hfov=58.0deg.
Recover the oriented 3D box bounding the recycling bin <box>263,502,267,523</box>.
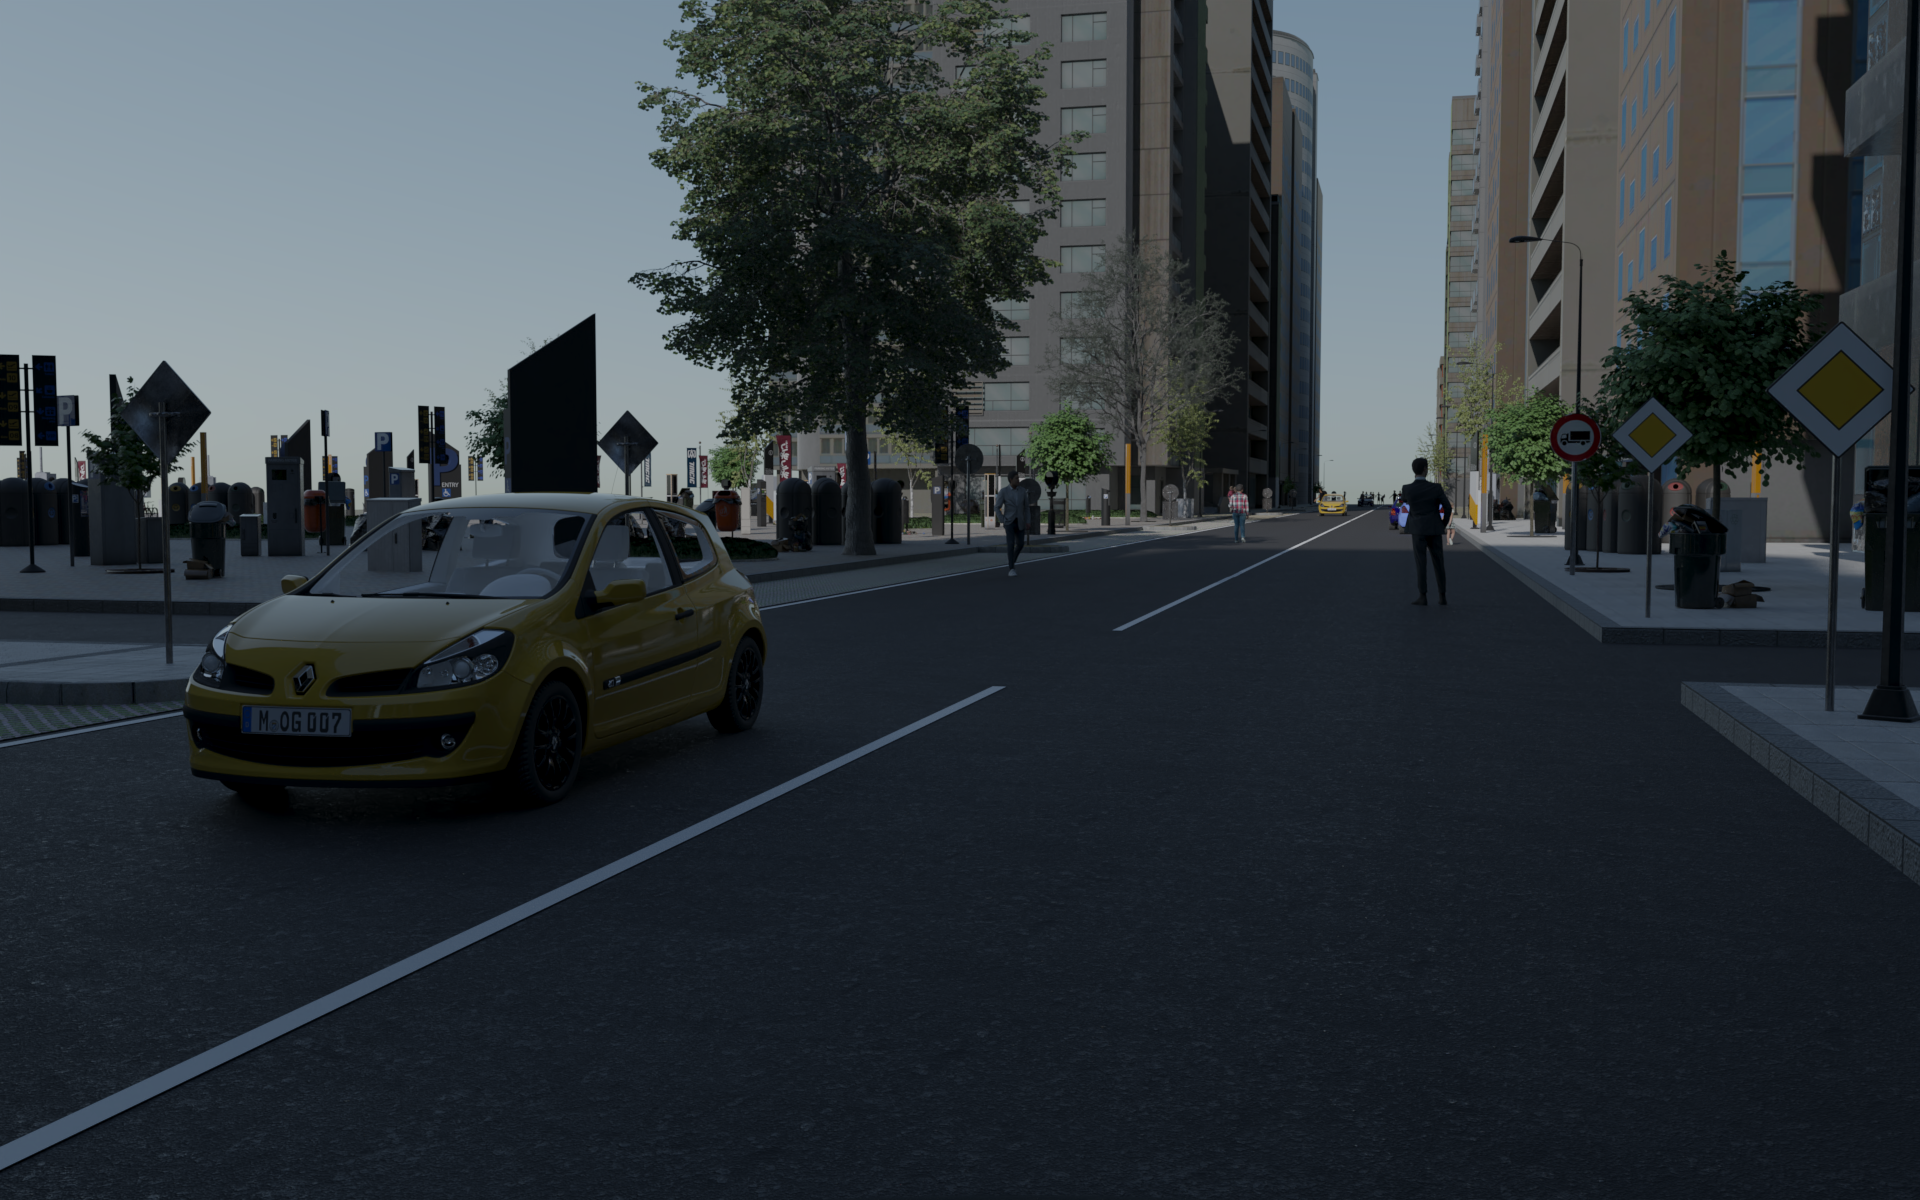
[{"bbox_3d":[-21.279,-2.548,54.218,0.722,1.027,0.722,2,4,30],"label":"recycling bin"}]

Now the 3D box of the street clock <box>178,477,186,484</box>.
[{"bbox_3d":[-33.468,-4.278,74.520,0.358,2.002,0.471,-1,4,-10],"label":"street clock"}]

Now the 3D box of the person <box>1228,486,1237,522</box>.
[{"bbox_3d":[13.715,-4.792,86.827,0.580,1.828,0.573,2,4,28],"label":"person"}]

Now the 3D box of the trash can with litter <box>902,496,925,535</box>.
[{"bbox_3d":[-1.955,-2.691,55.059,1.678,1.210,2.233,1,4,13],"label":"trash can with litter"}]

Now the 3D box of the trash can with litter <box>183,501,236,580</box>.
[{"bbox_3d":[-11.434,-0.914,26.335,0.624,1.170,1.055,-1,4,-12],"label":"trash can with litter"}]

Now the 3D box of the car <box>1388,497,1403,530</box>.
[{"bbox_3d":[18.409,-3.545,70.538,1.945,1.354,3.894,1,4,16],"label":"car"}]

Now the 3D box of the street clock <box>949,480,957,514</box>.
[{"bbox_3d":[-0.395,-5.261,90.594,0.471,2.002,0.358,-2,4,-31],"label":"street clock"}]

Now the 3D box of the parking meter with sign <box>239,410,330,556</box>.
[{"bbox_3d":[-13.968,-2.419,35.818,1.738,3.016,0.543,-1,4,-11],"label":"parking meter with sign"}]

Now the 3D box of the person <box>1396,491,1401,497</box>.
[{"bbox_3d":[50.871,-11.725,200.140,1.348,1.831,0.705,0,4,-4],"label":"person"}]

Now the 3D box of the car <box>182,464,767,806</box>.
[{"bbox_3d":[-2.403,0.055,9.320,2.015,1.641,3.980,1,4,13],"label":"car"}]

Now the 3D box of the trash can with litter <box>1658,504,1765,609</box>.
[{"bbox_3d":[8.487,-0.499,19.541,1.055,1.170,0.624,-1,4,-17],"label":"trash can with litter"}]

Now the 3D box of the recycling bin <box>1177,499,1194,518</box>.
[{"bbox_3d":[12.159,-4.954,93.544,0.722,1.027,0.722,-1,4,-19],"label":"recycling bin"}]

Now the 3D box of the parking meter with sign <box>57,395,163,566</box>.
[{"bbox_3d":[-15.321,-2.144,31.323,0.543,3.016,1.738,2,4,30],"label":"parking meter with sign"}]

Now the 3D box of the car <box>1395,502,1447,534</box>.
[{"bbox_3d":[16.818,-3.263,62.938,1.945,1.707,3.694,1,4,14],"label":"car"}]

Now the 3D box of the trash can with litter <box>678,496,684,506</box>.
[{"bbox_3d":[-13.170,-4.224,80.121,2.233,1.210,1.678,3,4,37],"label":"trash can with litter"}]

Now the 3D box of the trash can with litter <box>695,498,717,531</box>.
[{"bbox_3d":[-6.469,-1.961,43.443,0.624,1.170,1.055,2,4,35],"label":"trash can with litter"}]

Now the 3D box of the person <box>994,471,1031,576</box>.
[{"bbox_3d":[0.906,-1.353,30.475,0.661,1.843,0.795,-1,4,-20],"label":"person"}]

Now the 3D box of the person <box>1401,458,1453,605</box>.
[{"bbox_3d":[6.023,-0.891,22.437,0.648,1.900,0.474,0,4,3],"label":"person"}]

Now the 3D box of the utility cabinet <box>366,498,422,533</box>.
[{"bbox_3d":[-9.425,-1.081,28.839,1.020,1.237,0.306,2,4,30],"label":"utility cabinet"}]

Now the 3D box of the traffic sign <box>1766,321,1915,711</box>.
[{"bbox_3d":[5.138,-0.400,10.178,0.795,2.450,0.064,1,4,14],"label":"traffic sign"}]

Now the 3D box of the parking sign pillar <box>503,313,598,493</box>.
[{"bbox_3d":[-6.083,-2.280,25.750,1.447,3.967,1.447,-2,4,-28],"label":"parking sign pillar"}]

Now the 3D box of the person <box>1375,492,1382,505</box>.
[{"bbox_3d":[57.294,-13.918,236.845,1.217,1.735,0.721,3,4,36],"label":"person"}]

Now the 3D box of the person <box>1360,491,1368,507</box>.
[{"bbox_3d":[44.816,-11.197,192.104,0.750,1.759,0.617,-1,4,-15],"label":"person"}]

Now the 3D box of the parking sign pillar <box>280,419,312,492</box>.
[{"bbox_3d":[-23.771,-4.493,61.940,1.447,3.967,1.447,1,4,16],"label":"parking sign pillar"}]

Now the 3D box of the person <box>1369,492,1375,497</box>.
[{"bbox_3d":[51.674,-12.739,217.504,1.217,1.743,0.721,-2,4,-24],"label":"person"}]

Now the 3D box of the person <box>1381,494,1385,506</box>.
[{"bbox_3d":[51.600,-12.200,211.161,0.799,1.438,0.628,3,5,45],"label":"person"}]

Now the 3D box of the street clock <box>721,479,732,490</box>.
[{"bbox_3d":[-11.287,-4.841,83.713,0.471,2.002,0.358,-2,4,-35],"label":"street clock"}]

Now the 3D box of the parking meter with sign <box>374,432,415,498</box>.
[{"bbox_3d":[-15.872,-3.248,49.366,0.543,3.016,1.738,1,4,19],"label":"parking meter with sign"}]

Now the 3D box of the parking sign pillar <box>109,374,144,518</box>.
[{"bbox_3d":[-19.058,-3.129,39.634,1.447,3.967,1.447,-1,4,-15],"label":"parking sign pillar"}]

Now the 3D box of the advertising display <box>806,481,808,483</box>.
[{"bbox_3d":[-7.215,-4.948,86.117,0.974,1.923,0.123,0,4,2],"label":"advertising display"}]

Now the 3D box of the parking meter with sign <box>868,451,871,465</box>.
[{"bbox_3d":[-4.243,-4.606,71.577,0.543,3.016,1.738,-1,4,-23],"label":"parking meter with sign"}]

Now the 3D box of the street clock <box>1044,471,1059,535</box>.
[{"bbox_3d":[2.889,-3.061,54.620,0.358,2.002,0.471,-2,4,-33],"label":"street clock"}]

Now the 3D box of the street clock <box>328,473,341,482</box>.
[{"bbox_3d":[-21.074,-3.286,58.299,0.358,2.002,0.471,2,4,24],"label":"street clock"}]

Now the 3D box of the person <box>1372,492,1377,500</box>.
[{"bbox_3d":[58.301,-14.383,244.180,0.721,1.766,1.217,-3,5,-41],"label":"person"}]

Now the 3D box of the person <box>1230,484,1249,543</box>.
[{"bbox_3d":[8.206,-2.543,50.915,0.563,1.720,0.643,1,4,19],"label":"person"}]

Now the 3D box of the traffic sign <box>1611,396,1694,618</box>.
[{"bbox_3d":[7.135,-0.873,17.910,0.795,2.450,0.064,1,4,14],"label":"traffic sign"}]

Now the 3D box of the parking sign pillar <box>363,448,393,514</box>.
[{"bbox_3d":[-26.576,-5.547,79.160,1.447,3.967,1.447,3,4,37],"label":"parking sign pillar"}]

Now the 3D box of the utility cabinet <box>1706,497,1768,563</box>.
[{"bbox_3d":[14.512,-1.299,32.403,1.020,1.237,0.306,0,4,6],"label":"utility cabinet"}]

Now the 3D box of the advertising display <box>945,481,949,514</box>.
[{"bbox_3d":[-0.912,-4.718,82.347,0.123,1.923,0.974,3,5,43],"label":"advertising display"}]

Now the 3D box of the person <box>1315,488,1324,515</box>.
[{"bbox_3d":[24.474,-6.669,117.548,0.705,1.822,1.348,3,5,41],"label":"person"}]

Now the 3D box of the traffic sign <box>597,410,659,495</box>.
[{"bbox_3d":[-3.991,-1.049,20.793,0.795,2.450,0.064,1,4,14],"label":"traffic sign"}]

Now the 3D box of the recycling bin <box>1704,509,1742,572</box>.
[{"bbox_3d":[12.466,-0.994,28.800,0.722,1.027,0.722,-1,4,-21],"label":"recycling bin"}]

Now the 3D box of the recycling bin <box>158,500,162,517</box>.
[{"bbox_3d":[-35.797,-4.029,78.420,0.722,1.027,0.722,-3,5,-43],"label":"recycling bin"}]

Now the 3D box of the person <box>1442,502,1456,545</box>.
[{"bbox_3d":[13.739,-2.160,48.825,0.382,1.210,0.505,-3,4,-37],"label":"person"}]

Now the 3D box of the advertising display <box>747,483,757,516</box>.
[{"bbox_3d":[-12.016,-5.860,101.021,0.974,1.923,0.123,1,4,21],"label":"advertising display"}]

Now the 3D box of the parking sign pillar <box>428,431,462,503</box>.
[{"bbox_3d":[-21.683,-5.163,72.891,1.447,3.967,1.447,-2,4,-31],"label":"parking sign pillar"}]

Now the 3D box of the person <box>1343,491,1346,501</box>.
[{"bbox_3d":[41.106,-10.779,185.517,0.721,1.735,1.217,0,4,7],"label":"person"}]

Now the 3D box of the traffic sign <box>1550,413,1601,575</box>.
[{"bbox_3d":[9.689,-1.665,27.330,0.768,2.556,0.104,1,4,16],"label":"traffic sign"}]

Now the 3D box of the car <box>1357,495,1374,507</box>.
[{"bbox_3d":[46.874,-11.464,200.016,1.945,1.354,3.894,1,4,16],"label":"car"}]

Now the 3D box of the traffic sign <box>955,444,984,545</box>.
[{"bbox_3d":[0.217,-2.675,43.850,0.768,2.556,0.104,1,4,17],"label":"traffic sign"}]

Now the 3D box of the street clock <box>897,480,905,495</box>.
[{"bbox_3d":[-3.056,-5.108,88.091,0.471,2.002,0.358,0,4,-8],"label":"street clock"}]

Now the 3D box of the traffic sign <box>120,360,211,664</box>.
[{"bbox_3d":[-5.987,-0.576,13.061,0.795,2.450,0.064,1,4,14],"label":"traffic sign"}]

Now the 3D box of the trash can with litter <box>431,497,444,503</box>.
[{"bbox_3d":[-18.523,-3.111,62.257,0.624,1.170,1.055,2,4,24],"label":"trash can with litter"}]

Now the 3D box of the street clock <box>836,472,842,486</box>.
[{"bbox_3d":[-4.121,-3.237,57.499,0.358,2.002,0.471,1,4,19],"label":"street clock"}]

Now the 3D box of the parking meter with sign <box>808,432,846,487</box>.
[{"bbox_3d":[-3.786,-3.118,47.247,1.738,3.016,0.543,-1,4,-22],"label":"parking meter with sign"}]

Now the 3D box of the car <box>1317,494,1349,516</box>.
[{"bbox_3d":[24.456,-6.315,113.481,2.015,1.641,3.980,1,4,15],"label":"car"}]

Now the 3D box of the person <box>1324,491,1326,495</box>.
[{"bbox_3d":[39.474,-10.907,187.376,0.434,1.755,0.990,2,4,31],"label":"person"}]

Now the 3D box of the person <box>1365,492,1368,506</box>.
[{"bbox_3d":[50.537,-12.605,215.307,1.217,1.735,0.721,2,4,27],"label":"person"}]

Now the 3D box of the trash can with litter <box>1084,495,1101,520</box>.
[{"bbox_3d":[6.716,-4.718,88.196,1.678,1.210,2.233,1,4,16],"label":"trash can with litter"}]

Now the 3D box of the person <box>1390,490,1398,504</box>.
[{"bbox_3d":[49.220,-11.507,196.275,0.705,1.869,1.348,-3,4,-37],"label":"person"}]
